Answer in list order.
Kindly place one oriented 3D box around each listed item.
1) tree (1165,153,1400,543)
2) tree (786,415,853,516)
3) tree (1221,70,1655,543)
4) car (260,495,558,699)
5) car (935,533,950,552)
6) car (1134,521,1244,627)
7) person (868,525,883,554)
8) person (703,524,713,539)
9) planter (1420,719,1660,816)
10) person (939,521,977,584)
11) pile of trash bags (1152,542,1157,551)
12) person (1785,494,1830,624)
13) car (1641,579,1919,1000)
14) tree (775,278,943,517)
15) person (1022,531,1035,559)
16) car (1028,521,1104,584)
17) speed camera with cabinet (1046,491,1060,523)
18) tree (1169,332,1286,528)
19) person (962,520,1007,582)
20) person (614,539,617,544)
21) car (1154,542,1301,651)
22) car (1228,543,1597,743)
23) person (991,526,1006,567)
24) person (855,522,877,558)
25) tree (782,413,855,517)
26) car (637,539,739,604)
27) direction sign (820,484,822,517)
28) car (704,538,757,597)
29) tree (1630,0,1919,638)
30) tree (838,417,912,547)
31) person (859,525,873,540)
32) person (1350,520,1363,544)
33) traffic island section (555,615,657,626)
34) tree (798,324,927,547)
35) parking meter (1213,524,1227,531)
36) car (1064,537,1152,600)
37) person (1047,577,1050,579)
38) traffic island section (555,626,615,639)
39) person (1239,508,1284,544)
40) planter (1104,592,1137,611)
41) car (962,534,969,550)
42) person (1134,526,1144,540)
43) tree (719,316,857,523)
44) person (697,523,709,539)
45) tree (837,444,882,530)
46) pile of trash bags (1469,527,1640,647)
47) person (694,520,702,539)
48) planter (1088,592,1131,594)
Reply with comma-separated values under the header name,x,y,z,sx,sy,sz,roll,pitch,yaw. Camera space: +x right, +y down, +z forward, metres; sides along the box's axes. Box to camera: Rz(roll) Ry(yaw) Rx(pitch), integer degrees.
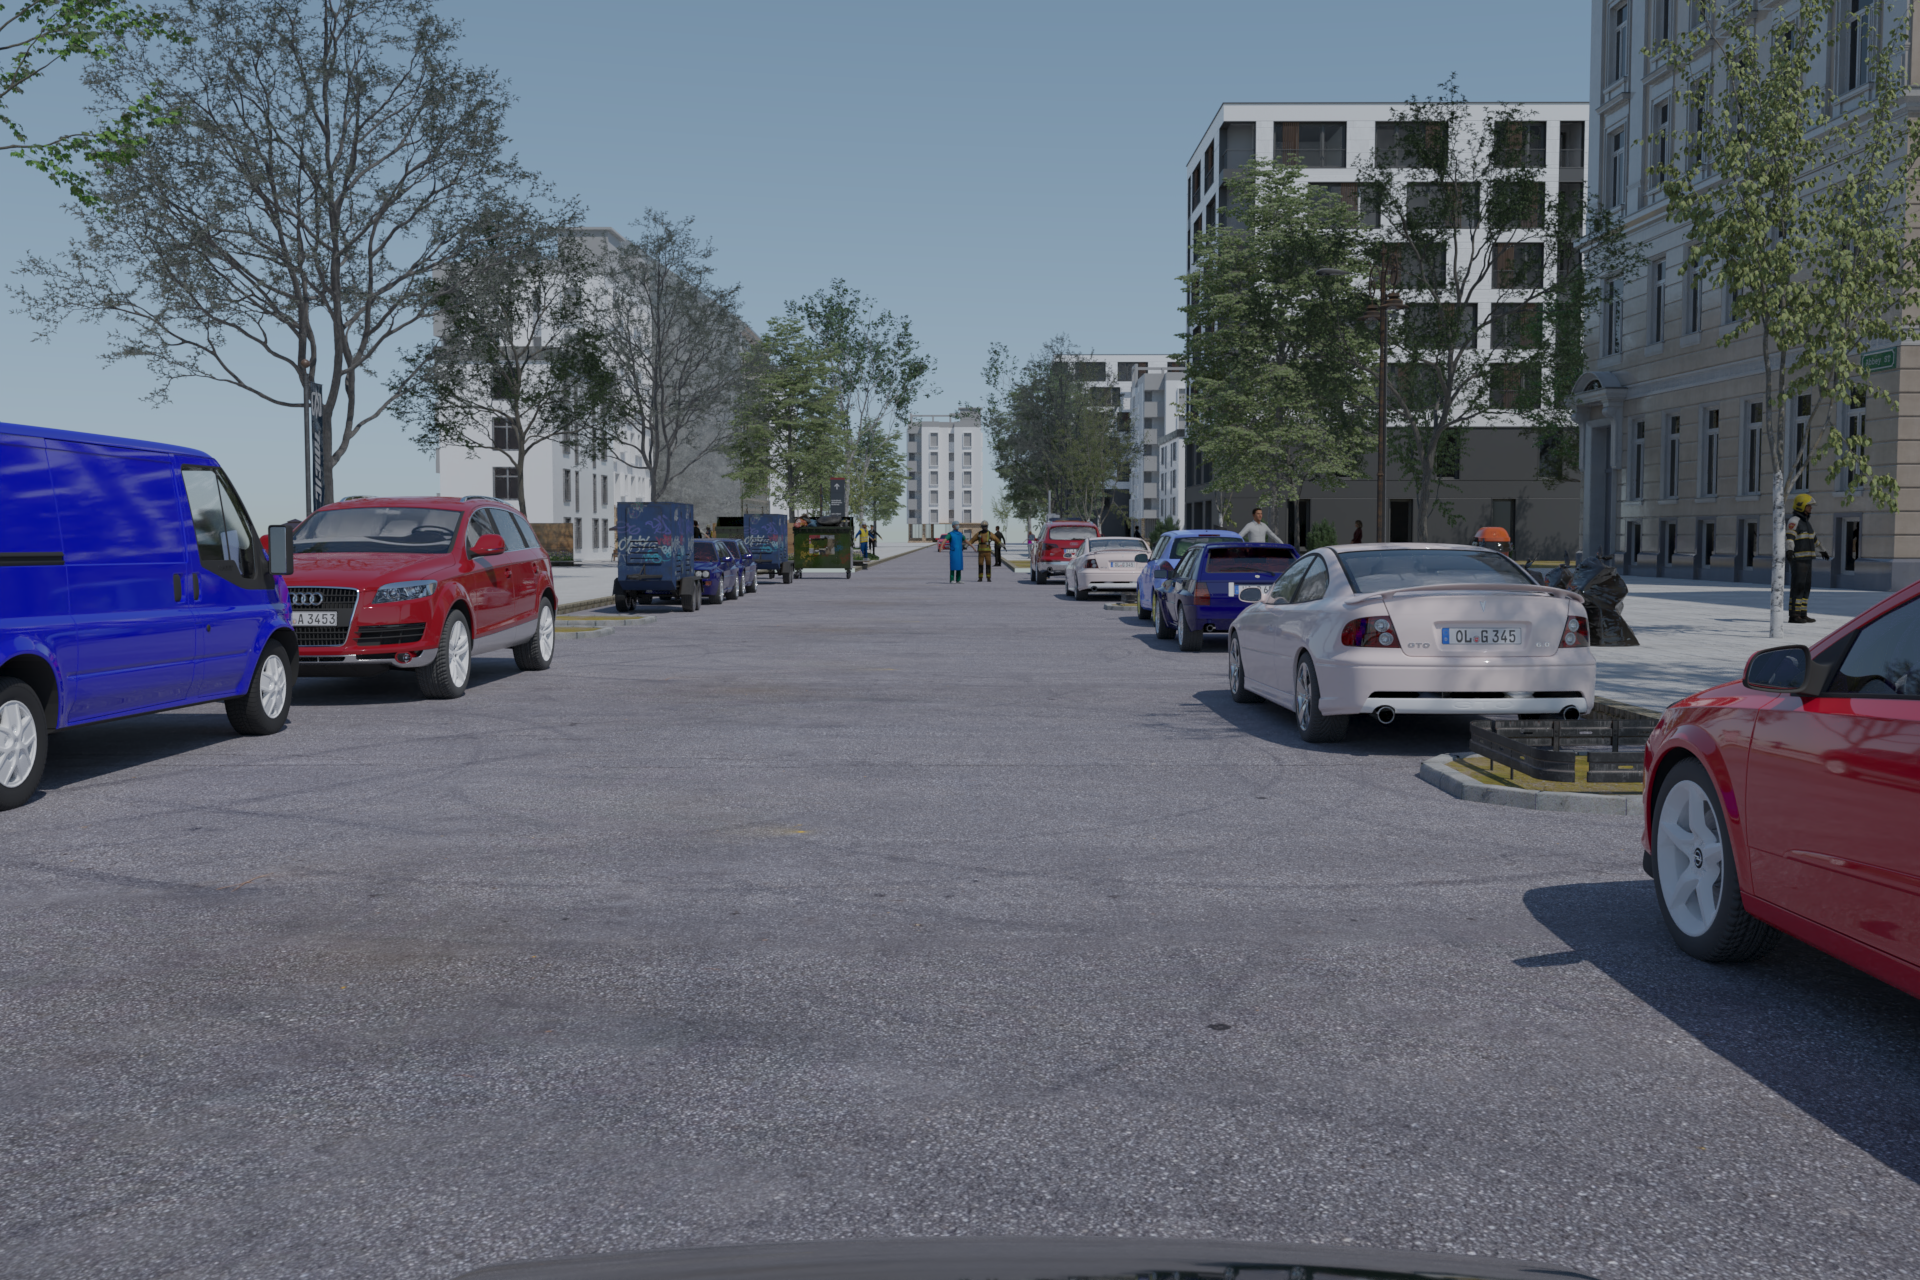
name,x,y,z,sx,sy,sz,roll,pitch,yaw
tree,9.766,-8.209,52.350,7.486,12.596,7.792,0,3,0
tree,-7.953,-9.562,106.694,4.360,8.622,3.978,0,3,0
tree,9.593,-6.210,35.950,8.767,10.594,7.601,1,4,12
car,-5.359,-0.494,16.744,2.281,1.827,5.304,0,4,0
car,-0.899,-7.970,139.352,2.155,1.783,4.494,0,4,0
car,3.822,-1.125,27.989,1.945,1.707,3.694,0,4,0
person,-5.173,-5.839,101.401,1.347,1.837,0.705,1,4,8
person,-14.994,-5.949,103.047,0.705,1.856,1.354,1,4,12
planter,3.698,0.694,9.800,1.991,0.319,1.994,0,3,0
person,-0.100,-2.526,49.888,1.347,1.817,0.704,-3,4,-39
pile of trash bags,7.385,-2.964,58.206,1.912,1.369,3.447,0,4,0
person,12.132,-1.171,24.919,1.351,1.858,0.704,-3,5,-43
car,3.346,0.275,4.543,2.155,1.783,4.494,0,4,0
tree,-7.602,-16.536,126.253,12.611,20.169,13.585,0,3,0
person,3.603,-4.949,90.188,0.599,1.433,0.991,3,5,44
car,3.159,-2.578,50.818,2.281,1.827,5.304,0,4,0
speed camera with cabinet,4.239,-5.117,78.005,0.660,3.252,2.038,0,4,1
tree,9.816,-6.920,63.499,4.737,8.622,4.395,0,3,0
person,0.736,-2.673,51.926,1.354,1.858,0.705,0,4,5
person,-12.350,-3.617,65.279,1.346,1.812,0.704,-1,4,-9
car,3.545,-0.606,22.486,1.945,1.354,3.894,0,3,0
car,3.267,-0.056,13.278,2.083,1.381,4.827,0,4,-1
person,1.637,-4.133,76.249,0.704,1.802,1.346,3,4,39
person,-4.313,-4.419,78.221,1.349,1.833,0.705,-3,5,-44
tree,-8.449,-9.166,100.221,4.737,8.622,4.395,0,3,0
car,-5.703,-1.462,36.485,1.945,1.354,3.894,0,3,0
direction sign,-6.261,-5.270,78.167,0.379,3.537,0.876,0,4,1
car,-5.818,-1.734,40.938,1.945,1.354,3.894,0,4,0
tree,10.184,-4.314,20.900,4.737,8.622,4.395,0,3,0
tree,-8.362,-15.257,167.581,7.486,12.596,7.792,0,3,0
person,-5.437,-5.713,99.596,0.705,1.806,1.347,-3,4,-37
person,12.664,-2.976,55.462,0.721,1.729,1.215,2,4,24
traffic island section,-5.963,-0.306,27.875,1.991,0.108,1.994,0,4,1
tree,-8.874,-18.174,153.030,12.611,20.169,13.585,0,3,0
parking meter,6.841,-2.272,45.561,0.372,1.533,0.369,0,3,0
car,3.394,-1.614,38.750,2.083,1.381,4.827,0,4,-1
person,2.674,-2.838,55.321,0.721,1.772,1.216,1,4,22
traffic island section,-5.973,-0.100,24.494,1.991,0.108,1.994,0,4,1
person,6.045,-1.774,35.166,1.344,1.810,0.704,-1,4,-21
planter,3.764,-0.731,33.085,1.991,0.319,1.994,0,4,1
car,-0.192,-9.136,159.161,2.009,1.686,4.222,0,4,-1
person,9.745,-5.365,94.437,0.721,1.740,1.216,-1,4,-16
tree,-9.110,-10.571,90.955,7.486,12.596,7.792,0,3,0
person,-11.759,-4.377,77.428,1.347,1.847,0.705,-1,4,-13
tree,-8.661,-11.564,139.434,4.737,8.622,4.395,0,3,0
pile of trash bags,6.856,-0.696,21.132,1.912,1.369,3.447,0,4,1
person,-10.007,-3.611,65.218,0.705,1.806,1.347,1,4,20
planter,3.861,-1.318,42.695,1.991,0.319,1.994,0,4,1
